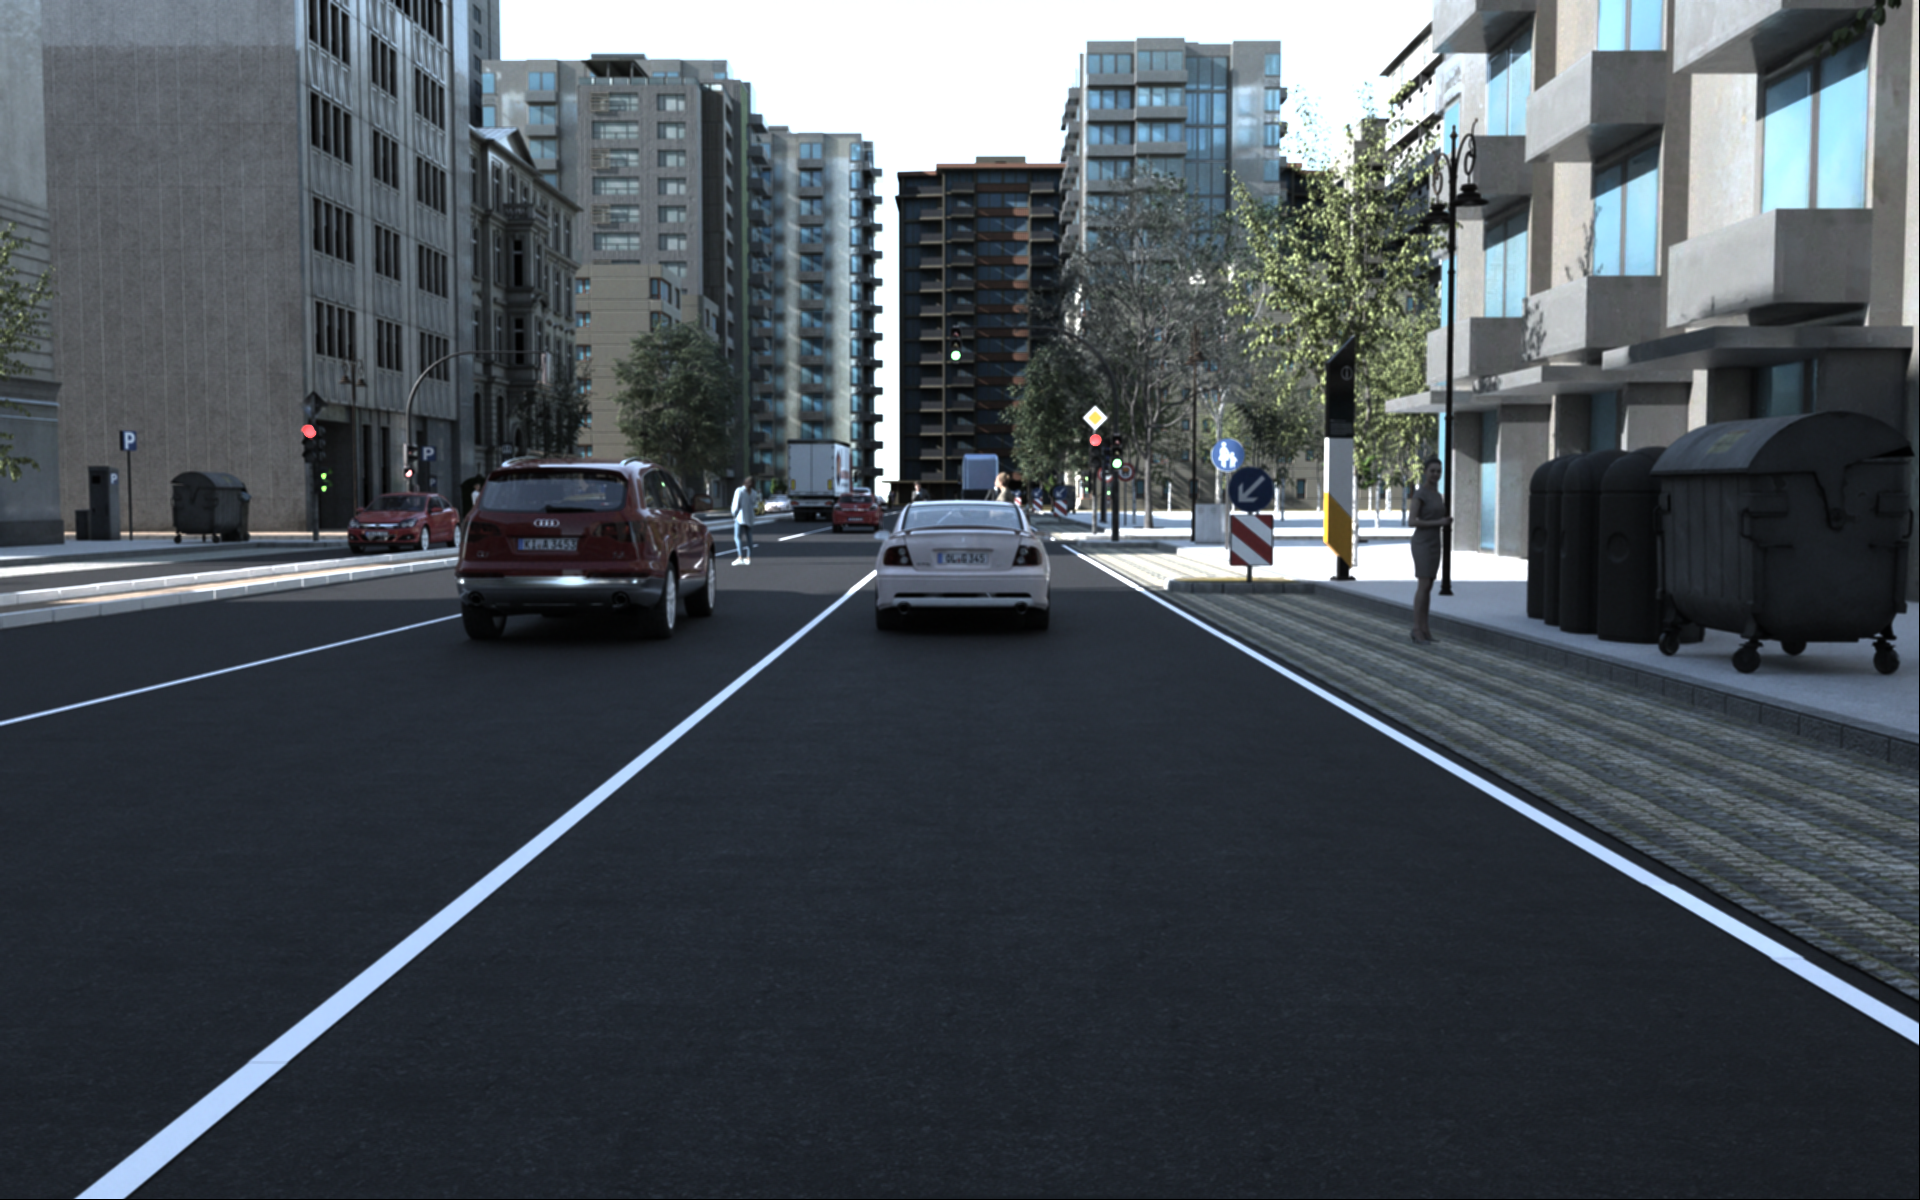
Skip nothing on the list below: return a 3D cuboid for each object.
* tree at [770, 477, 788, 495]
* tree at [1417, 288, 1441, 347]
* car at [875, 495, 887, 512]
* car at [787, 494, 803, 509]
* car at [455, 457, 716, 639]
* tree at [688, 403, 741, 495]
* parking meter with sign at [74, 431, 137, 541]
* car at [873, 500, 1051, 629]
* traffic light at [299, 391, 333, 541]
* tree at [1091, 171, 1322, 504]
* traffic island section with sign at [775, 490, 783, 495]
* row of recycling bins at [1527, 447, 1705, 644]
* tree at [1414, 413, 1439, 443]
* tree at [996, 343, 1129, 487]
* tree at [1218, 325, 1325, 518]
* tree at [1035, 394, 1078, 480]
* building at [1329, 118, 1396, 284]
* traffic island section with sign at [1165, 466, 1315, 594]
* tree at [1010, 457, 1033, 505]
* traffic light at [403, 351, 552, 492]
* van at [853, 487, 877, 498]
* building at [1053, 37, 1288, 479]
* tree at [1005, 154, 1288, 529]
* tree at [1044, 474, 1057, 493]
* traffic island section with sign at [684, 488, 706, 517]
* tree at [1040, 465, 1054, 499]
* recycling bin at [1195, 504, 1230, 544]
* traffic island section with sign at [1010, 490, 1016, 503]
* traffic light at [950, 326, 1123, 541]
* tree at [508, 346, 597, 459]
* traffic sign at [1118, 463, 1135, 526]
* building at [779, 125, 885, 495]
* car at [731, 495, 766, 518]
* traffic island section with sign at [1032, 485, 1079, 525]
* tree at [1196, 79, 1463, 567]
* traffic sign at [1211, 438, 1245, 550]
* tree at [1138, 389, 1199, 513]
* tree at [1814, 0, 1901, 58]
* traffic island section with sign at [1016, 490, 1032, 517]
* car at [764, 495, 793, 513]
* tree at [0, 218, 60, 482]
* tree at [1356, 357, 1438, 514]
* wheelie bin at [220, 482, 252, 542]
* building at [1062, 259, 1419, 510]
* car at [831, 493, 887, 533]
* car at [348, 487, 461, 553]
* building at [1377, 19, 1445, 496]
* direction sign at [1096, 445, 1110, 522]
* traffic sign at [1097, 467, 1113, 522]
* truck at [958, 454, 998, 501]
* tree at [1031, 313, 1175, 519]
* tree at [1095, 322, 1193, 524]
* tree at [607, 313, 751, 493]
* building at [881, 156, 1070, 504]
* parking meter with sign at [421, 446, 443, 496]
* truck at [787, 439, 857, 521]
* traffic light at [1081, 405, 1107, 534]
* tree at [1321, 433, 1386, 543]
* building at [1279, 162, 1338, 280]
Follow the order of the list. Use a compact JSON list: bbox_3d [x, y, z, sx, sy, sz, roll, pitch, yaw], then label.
[{"bbox_3d":[-19.656,-11.950,189.990,1.663,3.219,1.824,0,3,0],"label":"tree"},{"bbox_3d":[26.084,-10.624,80.352,9.857,13.997,8.962,0,3,0],"label":"tree"},{"bbox_3d":[-6.984,-7.868,140.999,2.083,1.381,4.827,0,4,1],"label":"car"},{"bbox_3d":[-13.810,-8.253,144.530,1.945,1.707,3.694,0,4,0],"label":"car"},{"bbox_3d":[-3.889,-0.612,18.685,2.281,1.827,5.304,0,4,-1],"label":"car"},{"bbox_3d":[-18.784,-11.018,130.507,4.360,8.622,3.978,0,3,0],"label":"tree"},{"bbox_3d":[-23.694,-3.162,47.953,1.738,3.016,0.543,1,4,14],"label":"parking meter with sign"},{"bbox_3d":[0.027,-0.450,19.723,2.083,1.381,4.827,0,3,0],"label":"car"},{"bbox_3d":[-17.561,-3.562,47.156,0.839,4.253,0.868,0,4,0],"label":"traffic light"},{"bbox_3d":[14.155,-15.115,103.021,12.611,20.169,13.585,0,3,0],"label":"tree"},{"bbox_3d":[-16.415,-9.094,157.308,1.989,1.847,2.006,0,4,0],"label":"traffic island section with sign"},{"bbox_3d":[6.147,-0.573,16.486,1.069,1.692,3.534,0,4,6],"label":"row of recycling bins"},{"bbox_3d":[30.083,-10.182,100.895,7.601,10.594,8.767,-2,4,-33],"label":"tree"},{"bbox_3d":[7.249,-12.816,126.552,9.611,12.733,9.660,0,3,0],"label":"tree"},{"bbox_3d":[13.095,-7.594,74.530,4.360,8.622,3.978,0,3,0],"label":"tree"},{"bbox_3d":[8.130,-12.980,137.976,9.928,11.665,9.643,0,3,0],"label":"tree"},{"bbox_3d":[59.410,-36.865,226.440,21.600,48.544,21.300,0,4,0],"label":"building"},{"bbox_3d":[4.077,-1.040,25.638,1.989,1.847,2.006,0,4,0],"label":"traffic island section with sign"},{"bbox_3d":[8.384,-15.679,206.721,4.737,8.622,4.395,0,3,0],"label":"tree"},{"bbox_3d":[-15.406,-4.923,55.159,4.771,5.953,1.251,0,4,0],"label":"traffic light"},{"bbox_3d":[-6.356,-6.397,111.597,2.013,2.044,4.112,0,4,-1],"label":"van"},{"bbox_3d":[22.223,-34.690,186.790,23.786,49.044,30.456,0,4,0],"label":"building"},{"bbox_3d":[6.865,-9.380,63.727,12.009,13.543,11.850,0,3,0],"label":"tree"},{"bbox_3d":[8.249,-9.952,157.323,1.663,3.219,1.824,0,3,0],"label":"tree"},{"bbox_3d":[-16.807,-6.041,107.390,1.989,1.847,2.006,0,4,0],"label":"traffic island section with sign"},{"bbox_3d":[6.998,-12.252,150.677,4.360,8.622,3.978,0,3,0],"label":"tree"},{"bbox_3d":[6.503,-1.960,44.603,0.722,1.027,0.722,2,4,29],"label":"recycling bin"},{"bbox_3d":[5.102,-9.071,156.935,1.989,1.847,2.006,0,4,0],"label":"traffic island section with sign"},{"bbox_3d":[2.108,-4.416,46.877,4.771,5.953,1.251,0,4,0],"label":"traffic light"},{"bbox_3d":[-19.769,-8.262,85.445,4.360,8.622,3.978,0,3,0],"label":"tree"},{"bbox_3d":[6.710,-4.290,70.249,0.768,2.556,0.104,0,4,1],"label":"traffic sign"},{"bbox_3d":[-25.091,-37.186,227.595,30.456,49.044,23.786,0,4,0],"label":"building"},{"bbox_3d":[-12.732,-5.760,104.404,2.015,1.641,3.980,0,4,-1],"label":"car"},{"bbox_3d":[4.509,-4.390,80.399,1.989,1.847,2.006,0,4,0],"label":"traffic island section with sign"},{"bbox_3d":[6.689,-4.883,30.199,4.737,8.622,4.395,0,3,0],"label":"tree"},{"bbox_3d":[6.098,-2.409,39.491,0.768,2.556,0.104,0,4,6],"label":"traffic sign"},{"bbox_3d":[13.979,-10.107,115.604,4.360,8.622,3.978,0,3,0],"label":"tree"},{"bbox_3d":[6.512,-3.568,8.695,4.737,8.622,4.395,0,3,0],"label":"tree"},{"bbox_3d":[4.717,-6.105,108.451,1.989,1.847,2.006,0,4,0],"label":"traffic island section with sign"},{"bbox_3d":[-14.146,-7.495,134.905,2.083,1.381,4.827,0,4,2],"label":"car"},{"bbox_3d":[-19.788,-5.096,33.687,4.737,8.622,4.395,0,3,0],"label":"tree"},{"bbox_3d":[23.365,-8.640,91.625,4.360,8.622,3.978,0,3,0],"label":"tree"},{"bbox_3d":[-19.660,-2.385,46.907,0.980,1.594,0.693,0,4,4],"label":"wheelie bin"},{"bbox_3d":[23.865,-19.072,156.858,27.650,21.520,28.899,0,4,0],"label":"building"},{"bbox_3d":[-3.863,-3.464,65.671,2.155,1.783,4.494,0,4,-1],"label":"car"},{"bbox_3d":[-13.923,-2.108,43.503,2.155,1.783,4.494,0,4,0],"label":"car"},{"bbox_3d":[59.914,-36.621,187.987,27.495,52.752,28.713,0,4,0],"label":"building"},{"bbox_3d":[6.621,-5.391,80.148,0.876,3.537,0.379,-3,5,-43],"label":"direction sign"},{"bbox_3d":[6.557,-4.756,77.872,0.768,2.556,0.104,0,4,4],"label":"traffic sign"},{"bbox_3d":[1.472,-7.379,110.401,2.967,4.110,18.799,0,4,-1],"label":"truck"},{"bbox_3d":[7.046,-9.375,87.689,8.767,10.594,7.601,3,5,42],"label":"tree"},{"bbox_3d":[7.460,-7.501,73.003,4.737,8.622,4.395,0,3,0],"label":"tree"},{"bbox_3d":[-19.548,-13.100,120.847,9.857,13.997,8.962,0,3,0],"label":"tree"},{"bbox_3d":[4.567,-35.010,227.043,28.867,44.769,22.147,0,4,0],"label":"building"},{"bbox_3d":[-19.338,-4.135,63.872,0.543,3.016,1.738,0,4,-1],"label":"parking meter with sign"},{"bbox_3d":[-7.408,-6.429,94.023,2.839,4.237,11.283,0,4,2],"label":"truck"},{"bbox_3d":[4.262,-4.041,54.987,0.839,4.253,0.868,0,4,0],"label":"traffic light"},{"bbox_3d":[10.244,-3.146,46.032,1.663,3.219,1.824,0,3,0],"label":"tree"},{"bbox_3d":[33.432,-34.987,226.667,28.867,44.769,22.147,0,4,0],"label":"building"}]
